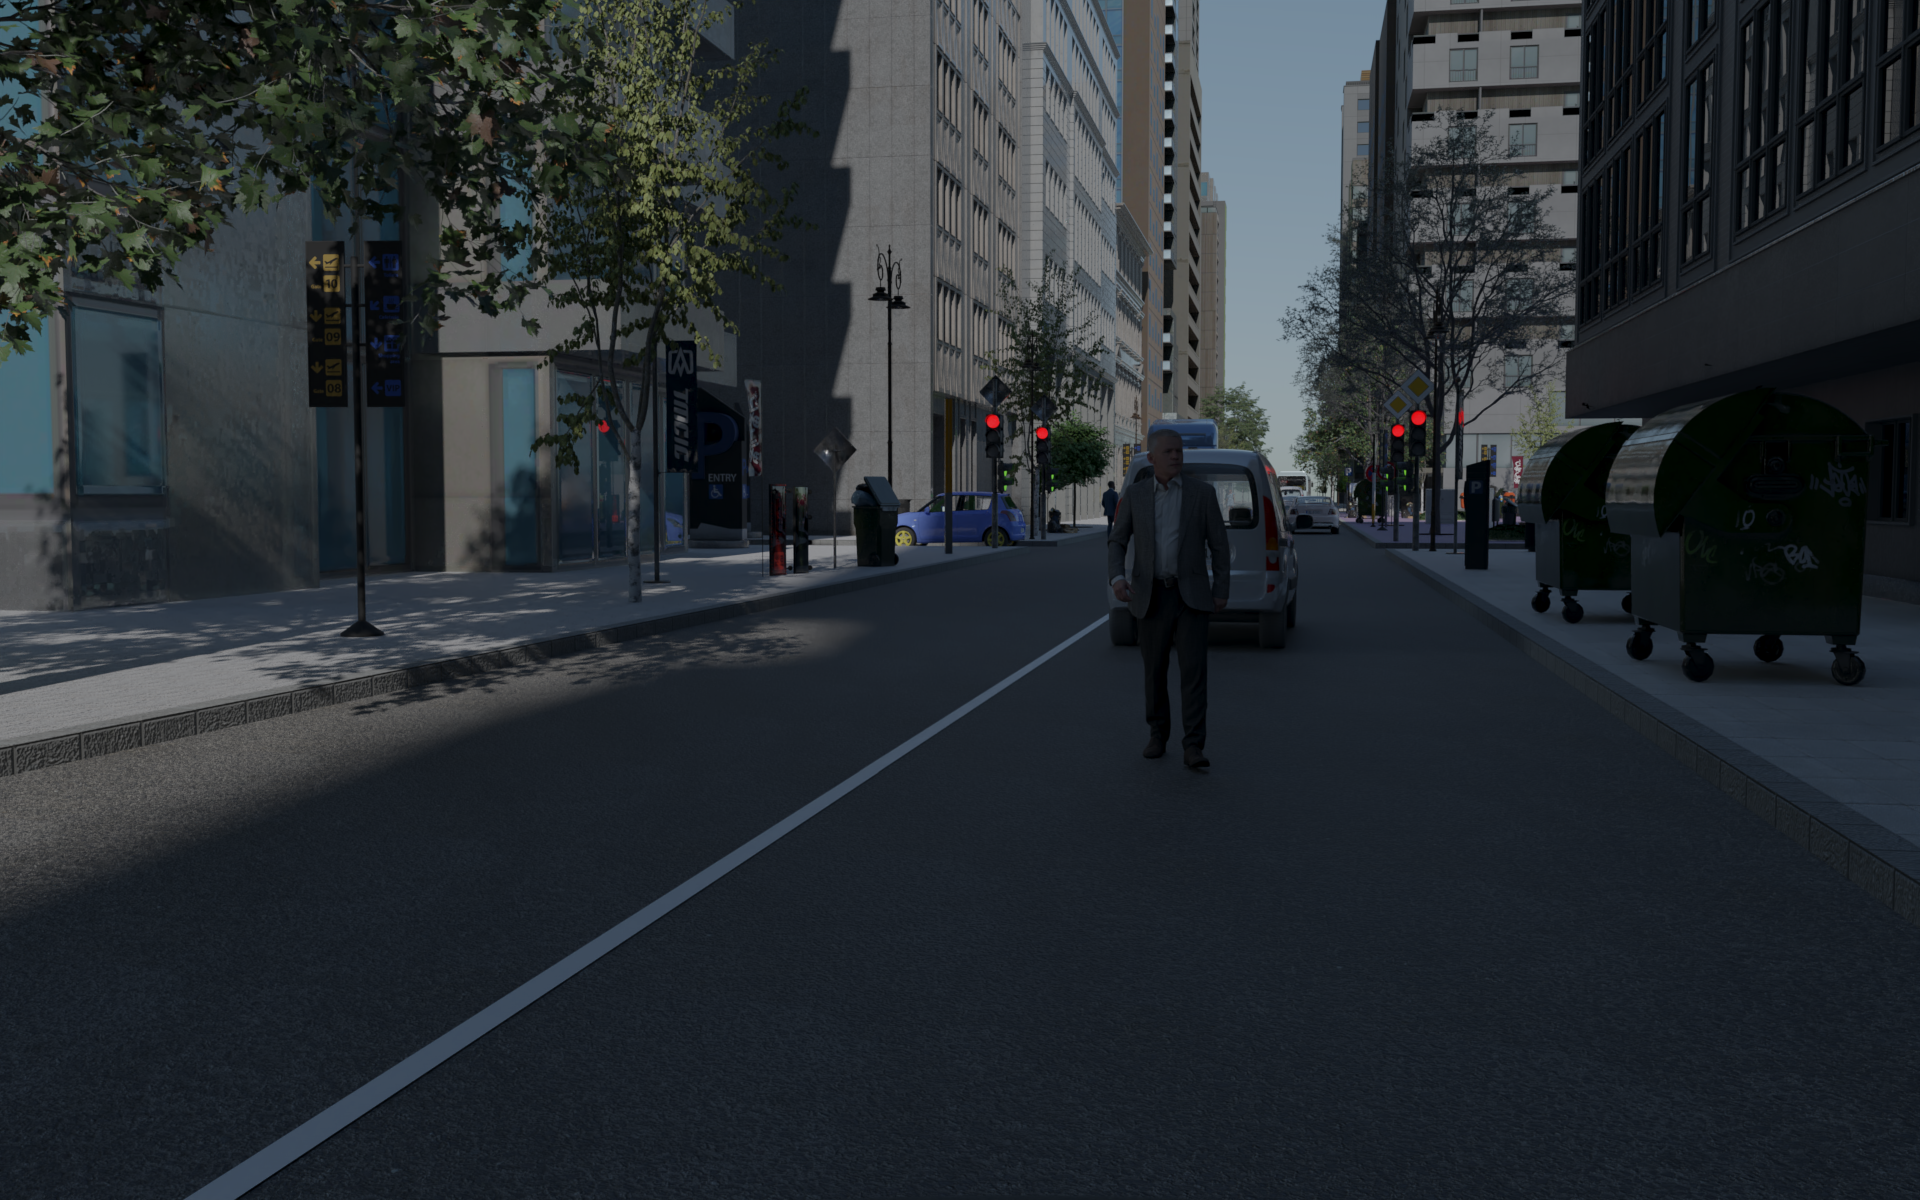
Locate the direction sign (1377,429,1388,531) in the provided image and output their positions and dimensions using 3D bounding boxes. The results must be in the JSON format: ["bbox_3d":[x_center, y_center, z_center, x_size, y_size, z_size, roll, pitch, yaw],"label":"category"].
[{"bbox_3d":[14.880,-4.216,60.926,0.379,3.537,0.876,2,4,30],"label":"direction sign"}]

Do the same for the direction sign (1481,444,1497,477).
[{"bbox_3d":[24.155,-5.333,79.185,0.876,3.537,0.379,-2,4,-24],"label":"direction sign"}]

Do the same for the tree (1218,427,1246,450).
[{"bbox_3d":[28.478,-14.375,185.399,4.737,8.622,4.395,0,3,0],"label":"tree"}]

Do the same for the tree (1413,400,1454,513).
[{"bbox_3d":[30.369,-10.041,114.534,4.360,8.622,3.978,0,3,0],"label":"tree"}]

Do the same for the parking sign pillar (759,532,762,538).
[{"bbox_3d":[-6.478,-3.795,50.515,1.447,3.967,1.447,-1,4,-21],"label":"parking sign pillar"}]

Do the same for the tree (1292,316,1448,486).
[{"bbox_3d":[25.337,-11.621,107.009,9.611,12.733,9.660,0,3,0],"label":"tree"}]

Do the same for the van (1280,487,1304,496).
[{"bbox_3d":[18.890,-5.619,98.886,2.013,2.044,4.112,1,4,12],"label":"van"}]

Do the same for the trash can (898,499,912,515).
[{"bbox_3d":[-1.712,-2.272,48.798,0.748,1.137,0.748,0,3,0],"label":"trash can"}]

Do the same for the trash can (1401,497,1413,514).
[{"bbox_3d":[25.219,-5.268,97.791,0.748,1.137,0.748,0,3,0],"label":"trash can"}]

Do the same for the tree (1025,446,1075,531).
[{"bbox_3d":[3.095,-4.044,60.717,1.663,3.219,1.824,0,3,0],"label":"tree"}]

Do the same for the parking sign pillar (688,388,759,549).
[{"bbox_3d":[-5.758,-3.225,41.198,1.447,3.967,1.447,1,4,9],"label":"parking sign pillar"}]

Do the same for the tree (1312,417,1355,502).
[{"bbox_3d":[33.562,-12.546,155.495,4.360,8.622,3.978,0,3,0],"label":"tree"}]

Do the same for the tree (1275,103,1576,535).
[{"bbox_3d":[15.026,-8.778,53.884,12.009,13.543,11.850,0,3,0],"label":"tree"}]

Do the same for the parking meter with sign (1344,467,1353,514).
[{"bbox_3d":[25.760,-7.212,114.184,0.543,3.016,1.738,2,4,24],"label":"parking meter with sign"}]

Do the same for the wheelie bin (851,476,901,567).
[{"bbox_3d":[-1.524,-1.397,30.752,0.693,1.594,0.980,2,4,33],"label":"wheelie bin"}]

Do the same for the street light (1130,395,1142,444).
[{"bbox_3d":[8.240,-6.624,81.093,0.468,5.910,1.993,1,4,11],"label":"street light"}]

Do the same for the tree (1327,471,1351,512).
[{"bbox_3d":[27.882,-7.991,125.250,1.663,3.219,1.824,0,3,0],"label":"tree"}]

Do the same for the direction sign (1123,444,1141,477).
[{"bbox_3d":[7.713,-5.248,77.808,0.876,3.537,0.379,2,4,29],"label":"direction sign"}]

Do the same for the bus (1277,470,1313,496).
[{"bbox_3d":[28.061,-9.210,145.443,2.948,3.499,13.247,1,4,13],"label":"bus"}]

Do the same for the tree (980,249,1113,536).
[{"bbox_3d":[2.459,-6.283,53.085,4.737,8.622,4.395,0,3,0],"label":"tree"}]

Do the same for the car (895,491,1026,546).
[{"bbox_3d":[-0.181,-2.120,44.260,3.694,1.707,1.945,1,4,12],"label":"car"}]

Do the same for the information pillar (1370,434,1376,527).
[{"bbox_3d":[16.129,-4.656,67.472,0.183,3.616,0.504,1,4,18],"label":"information pillar"}]

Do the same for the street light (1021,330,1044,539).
[{"bbox_3d":[2.045,-4.662,49.004,0.468,5.910,1.993,1,4,11],"label":"street light"}]

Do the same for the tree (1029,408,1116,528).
[{"bbox_3d":[4.306,-5.054,66.341,4.285,4.588,4.351,0,3,0],"label":"tree"}]

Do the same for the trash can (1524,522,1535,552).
[{"bbox_3d":[12.872,-1.641,38.491,0.748,1.137,0.748,0,3,0],"label":"trash can"}]

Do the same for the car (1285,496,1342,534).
[{"bbox_3d":[12.917,-3.120,63.370,2.083,1.381,4.827,1,4,11],"label":"car"}]

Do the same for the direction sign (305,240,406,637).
[{"bbox_3d":[-5.415,-1.443,15.583,0.876,3.537,0.379,0,4,3],"label":"direction sign"}]

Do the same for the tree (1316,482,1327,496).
[{"bbox_3d":[47.059,-14.032,224.024,1.663,3.219,1.824,0,3,0],"label":"tree"}]

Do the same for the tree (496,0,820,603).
[{"bbox_3d":[-3.799,-4.291,20.527,4.737,8.622,4.395,0,3,0],"label":"tree"}]

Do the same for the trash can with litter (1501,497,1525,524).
[{"bbox_3d":[19.818,-3.075,61.664,1.055,1.170,0.624,2,4,34],"label":"trash can with litter"}]

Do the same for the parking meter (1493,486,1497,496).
[{"bbox_3d":[34.449,-6.492,111.861,0.399,1.863,0.255,3,4,36],"label":"parking meter"}]

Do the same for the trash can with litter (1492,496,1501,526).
[{"bbox_3d":[18.545,-2.950,59.297,1.678,1.210,2.233,2,4,30],"label":"trash can with litter"}]

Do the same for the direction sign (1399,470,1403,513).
[{"bbox_3d":[30.139,-7.784,119.269,0.876,3.537,0.379,-1,4,-13],"label":"direction sign"}]

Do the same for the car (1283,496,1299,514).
[{"bbox_3d":[14.724,-3.998,77.736,2.083,1.381,4.827,1,4,12],"label":"car"}]

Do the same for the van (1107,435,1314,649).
[{"bbox_3d":[2.542,-0.645,17.561,2.013,2.044,4.112,1,4,13],"label":"van"}]

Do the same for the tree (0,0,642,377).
[{"bbox_3d":[-6.551,-5.642,9.259,9.611,12.733,9.660,0,3,0],"label":"tree"}]

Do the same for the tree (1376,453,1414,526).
[{"bbox_3d":[17.517,-4.594,69.706,1.663,3.219,1.824,0,3,0],"label":"tree"}]

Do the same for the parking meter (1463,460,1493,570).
[{"bbox_3d":[8.791,-1.454,29.491,0.399,1.863,0.255,2,4,28],"label":"parking meter"}]

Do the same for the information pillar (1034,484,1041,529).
[{"bbox_3d":[2.722,-3.525,62.119,0.304,2.012,0.304,-1,4,-13],"label":"information pillar"}]

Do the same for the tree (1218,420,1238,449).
[{"bbox_3d":[25.668,-13.536,171.682,4.360,8.622,3.978,0,3,0],"label":"tree"}]

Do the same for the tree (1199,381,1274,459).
[{"bbox_3d":[30.356,-17.630,194.897,9.857,13.997,8.962,0,3,0],"label":"tree"}]

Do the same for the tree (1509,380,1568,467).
[{"bbox_3d":[37.166,-9.806,110.694,4.737,8.622,4.395,0,3,0],"label":"tree"}]

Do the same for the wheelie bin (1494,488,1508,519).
[{"bbox_3d":[28.143,-5.022,90.018,0.693,1.594,0.980,0,4,1],"label":"wheelie bin"}]

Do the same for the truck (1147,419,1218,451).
[{"bbox_3d":[8.992,-4.782,67.940,2.967,4.110,18.799,1,4,9],"label":"truck"}]
